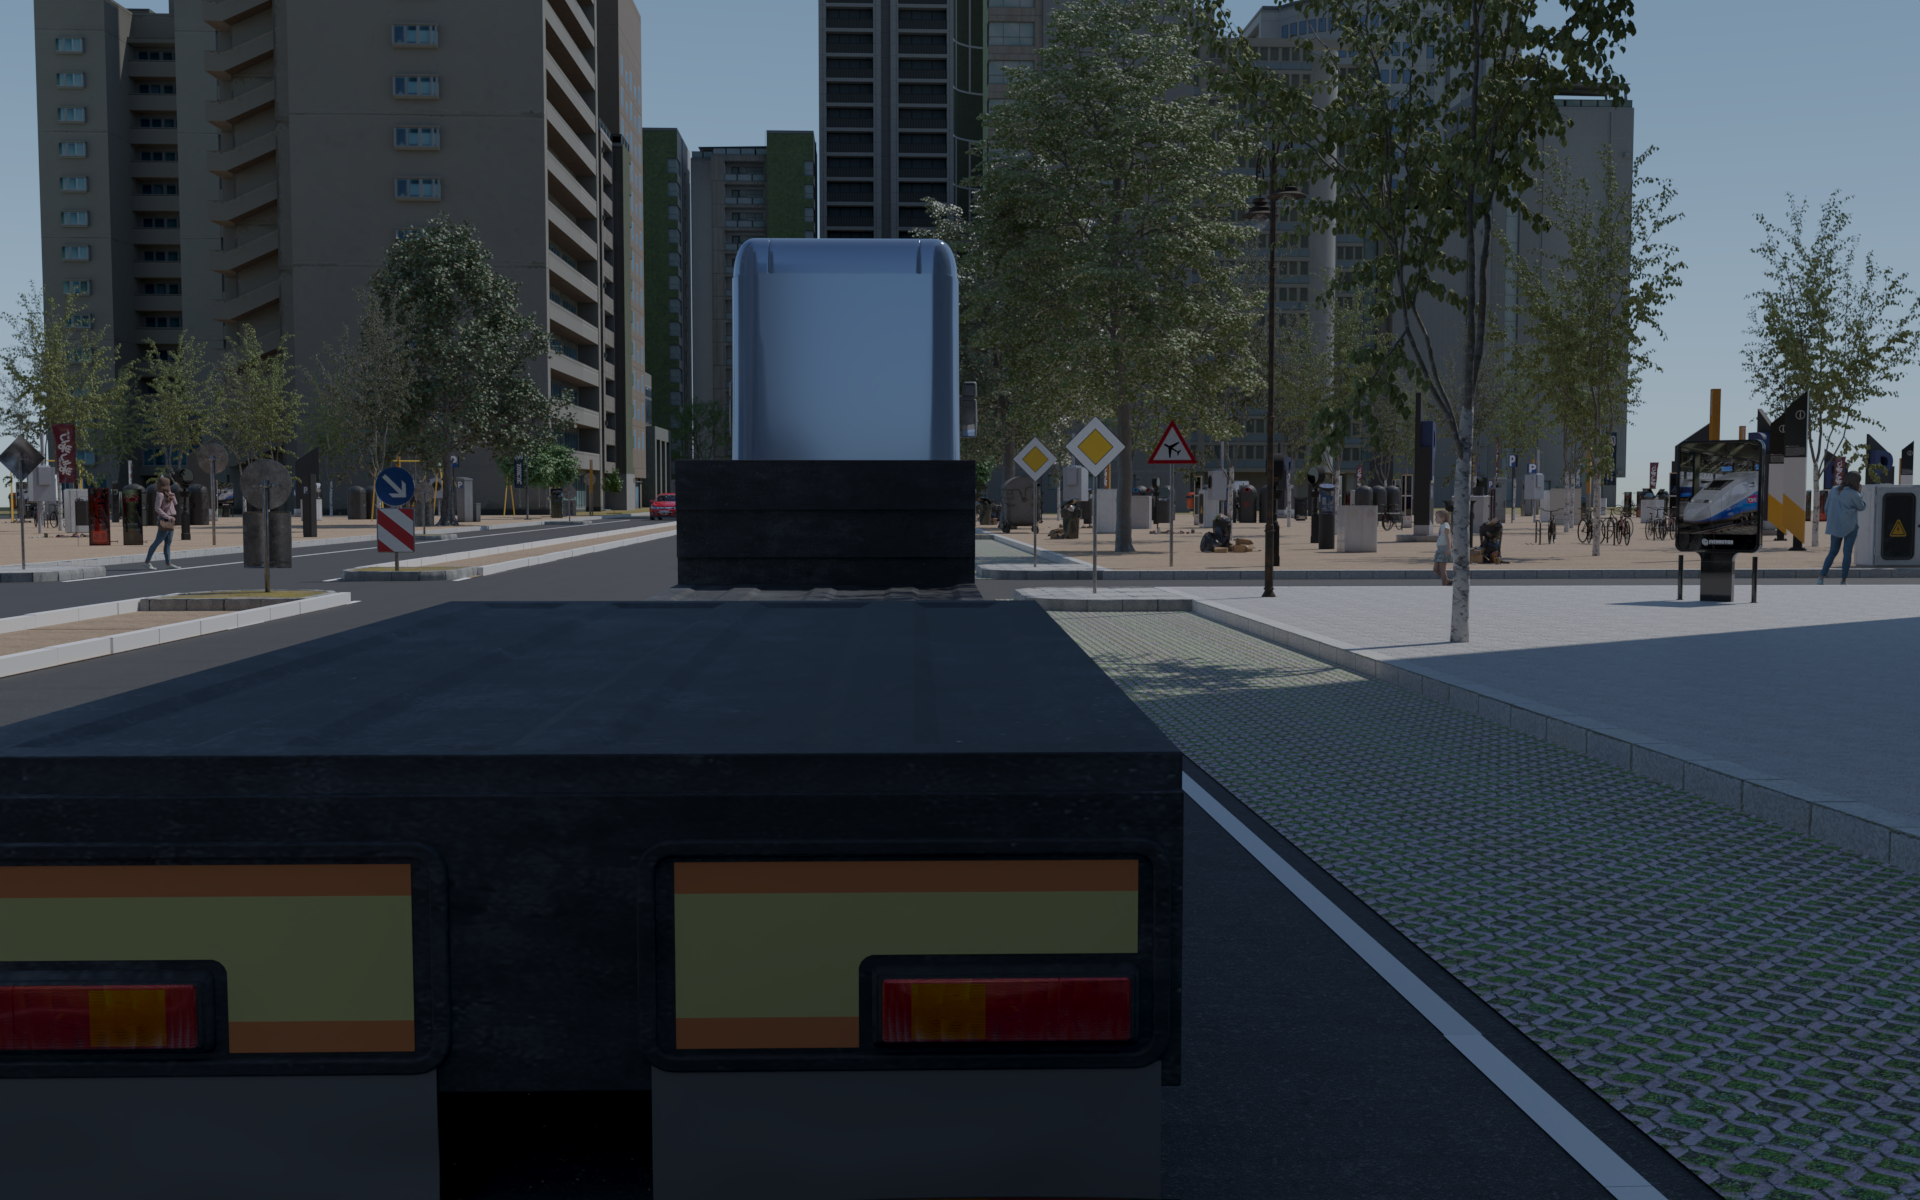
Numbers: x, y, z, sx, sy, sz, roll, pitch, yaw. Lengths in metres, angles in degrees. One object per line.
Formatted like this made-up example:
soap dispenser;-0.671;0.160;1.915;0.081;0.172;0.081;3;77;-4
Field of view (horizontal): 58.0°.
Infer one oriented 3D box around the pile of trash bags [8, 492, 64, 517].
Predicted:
pile of trash bags;-51.290;-5.257;95.700;3.447;1.369;1.912;1;4;22

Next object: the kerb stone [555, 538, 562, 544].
kerb stone;-11.534;-1.651;49.191;0.120;0.150;1.000;0;4;-3

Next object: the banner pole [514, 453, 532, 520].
banner pole;-21.735;-5.874;86.051;0.863;3.779;0.401;-1;4;-15

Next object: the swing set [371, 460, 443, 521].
swing set;-25.800;-5.079;80.666;3.119;2.851;2.862;-2;4;-30

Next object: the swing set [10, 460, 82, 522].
swing set;-42.265;-5.030;79.866;3.119;2.851;2.862;-2;4;-28

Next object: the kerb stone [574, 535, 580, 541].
kerb stone;-11.695;-1.839;52.266;0.120;0.150;1.000;0;4;-3

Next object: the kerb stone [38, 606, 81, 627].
kerb stone;-9.929;0.199;18.939;0.120;0.150;1.000;0;4;-3

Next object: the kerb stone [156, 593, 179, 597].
kerb stone;-10.081;0.016;22.006;0.120;0.150;1.000;0;4;-3

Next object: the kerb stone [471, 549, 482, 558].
kerb stone;-10.978;-1.022;38.945;0.120;0.150;1.000;0;4;-3

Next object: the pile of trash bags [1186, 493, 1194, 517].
pile of trash bags;14.564;-5.489;99.497;3.447;1.369;1.912;-1;4;-19

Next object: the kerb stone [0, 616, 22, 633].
kerb stone;-9.864;0.269;17.916;0.120;0.150;1.000;0;4;-3

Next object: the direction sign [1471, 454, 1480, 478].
direction sign;28.985;-6.446;97.396;0.876;3.537;0.379;-3;5;-45

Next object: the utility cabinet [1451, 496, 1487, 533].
utility cabinet;16.794;-2.821;57.282;1.020;1.237;0.306;1;4;20

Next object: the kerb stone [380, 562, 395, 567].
kerb stone;-10.603;-0.586;31.781;0.120;0.150;1.000;0;4;-3

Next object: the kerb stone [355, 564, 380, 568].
kerb stone;-10.554;-0.520;30.758;0.120;0.150;1.000;0;4;-3

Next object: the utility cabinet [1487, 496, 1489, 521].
utility cabinet;20.033;-3.418;67.042;0.306;1.237;1.020;-2;4;-25

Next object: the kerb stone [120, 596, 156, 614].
kerb stone;-10.037;0.074;20.981;0.120;0.150;1.000;0;4;-3

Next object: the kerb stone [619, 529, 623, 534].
kerb stone;-12.186;-2.400;61.471;0.120;0.150;1.000;0;4;-3

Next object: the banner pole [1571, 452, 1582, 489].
banner pole;36.552;-6.901;102.849;0.863;3.779;0.401;0;4;-6

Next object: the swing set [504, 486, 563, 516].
swing set;-25.085;-6.342;101.308;3.119;2.851;2.862;0;4;-2

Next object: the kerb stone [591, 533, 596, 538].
kerb stone;-11.861;-2.027;55.341;0.120;0.150;1.000;0;4;-3

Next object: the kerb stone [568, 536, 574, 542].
kerb stone;-11.646;-1.773;51.245;0.120;0.150;1.000;0;4;-3

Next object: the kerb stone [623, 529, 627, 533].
kerb stone;-12.240;-2.465;62.495;0.120;0.150;1.000;0;4;-3

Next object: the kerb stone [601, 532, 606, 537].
kerb stone;-11.964;-2.152;57.382;0.120;0.150;1.000;0;4;-3

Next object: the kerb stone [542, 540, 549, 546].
kerb stone;-11.419;-1.526;47.138;0.120;0.150;1.000;0;4;-3

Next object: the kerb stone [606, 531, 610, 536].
kerb stone;-12.024;-2.212;58.407;0.120;0.150;1.000;0;4;-3

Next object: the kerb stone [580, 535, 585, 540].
kerb stone;-11.749;-1.901;53.291;0.120;0.150;1.000;0;4;-3

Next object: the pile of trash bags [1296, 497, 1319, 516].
pile of trash bags;19.742;-5.634;101.868;3.447;1.369;1.912;-2;4;-33

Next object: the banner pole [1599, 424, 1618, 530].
banner pole;22.978;-4.380;61.637;0.863;3.779;0.401;0;4;-7

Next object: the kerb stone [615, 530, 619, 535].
kerb stone;-12.130;-2.340;60.448;0.120;0.150;1.000;0;4;-3

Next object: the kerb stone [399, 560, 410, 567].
kerb stone;-10.662;-0.649;32.806;0.120;0.150;1.000;0;4;-3

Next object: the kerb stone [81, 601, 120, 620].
kerb stone;-9.989;0.137;19.959;0.120;0.150;1.000;0;4;-3

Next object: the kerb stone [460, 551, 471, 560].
kerb stone;-10.934;-0.962;37.924;0.120;0.150;1.000;0;4;-3

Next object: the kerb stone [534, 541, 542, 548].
kerb stone;-11.360;-1.463;46.118;0.120;0.150;1.000;0;4;-3

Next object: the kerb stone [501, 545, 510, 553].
kerb stone;-11.150;-1.212;42.014;0.120;0.150;1.000;0;4;-3

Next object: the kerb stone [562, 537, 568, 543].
kerb stone;-11.590;-1.714;50.211;0.120;0.150;1.000;0;4;-3

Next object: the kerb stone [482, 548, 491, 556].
kerb stone;-11.043;-1.086;39.966;0.120;0.150;1.000;0;4;-3

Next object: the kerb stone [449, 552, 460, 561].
kerb stone;-10.877;-0.899;36.896;0.120;0.150;1.000;0;4;-3

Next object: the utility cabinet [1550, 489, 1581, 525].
utility cabinet;24.541;-3.764;70.214;1.173;1.500;0.318;1;4;15

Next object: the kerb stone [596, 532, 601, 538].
kerb stone;-11.920;-2.090;56.361;0.120;0.150;1.000;0;4;-3

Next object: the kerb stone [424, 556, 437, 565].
kerb stone;-10.764;-0.774;34.855;0.120;0.150;1.000;0;4;-3

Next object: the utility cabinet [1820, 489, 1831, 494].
utility cabinet;42.146;-4.596;83.817;1.173;1.500;0.318;-1;4;-23

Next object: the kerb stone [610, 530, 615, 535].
kerb stone;-12.074;-2.277;59.427;0.120;0.150;1.000;0;4;-3

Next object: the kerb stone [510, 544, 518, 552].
kerb stone;-11.201;-1.275;43.048;0.120;0.150;1.000;0;4;-3

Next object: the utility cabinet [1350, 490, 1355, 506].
utility cabinet;23.133;-5.612;100.428;1.173;1.500;0.318;-3;4;-37

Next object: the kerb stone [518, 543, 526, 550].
kerb stone;-11.268;-1.333;44.071;0.120;0.150;1.000;0;4;-3

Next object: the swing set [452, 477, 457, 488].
swing set;-30.855;-6.427;102.699;2.862;2.851;3.119;0;4;2

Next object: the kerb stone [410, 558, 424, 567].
kerb stone;-10.715;-0.711;33.827;0.120;0.150;1.000;0;4;-3

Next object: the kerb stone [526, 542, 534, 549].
kerb stone;-11.313;-1.400;45.092;0.120;0.150;1.000;0;4;-3

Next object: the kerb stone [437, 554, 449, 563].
kerb stone;-10.823;-0.830;35.876;0.120;0.150;1.000;0;4;-3

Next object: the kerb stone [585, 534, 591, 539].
kerb stone;-11.807;-1.965;54.319;0.120;0.150;1.000;0;4;-3

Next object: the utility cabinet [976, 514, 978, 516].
utility cabinet;0.705;-5.472;98.152;0.318;1.500;1.173;-1;4;-17

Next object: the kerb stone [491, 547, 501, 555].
kerb stone;-11.099;-1.148;40.990;0.120;0.150;1.000;0;4;-3

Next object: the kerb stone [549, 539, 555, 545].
kerb stone;-11.472;-1.588;48.167;0.120;0.150;1.000;0;4;-3

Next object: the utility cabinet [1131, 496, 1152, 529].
utility cabinet;6.550;-3.223;63.861;1.020;1.237;0.306;2;4;30
